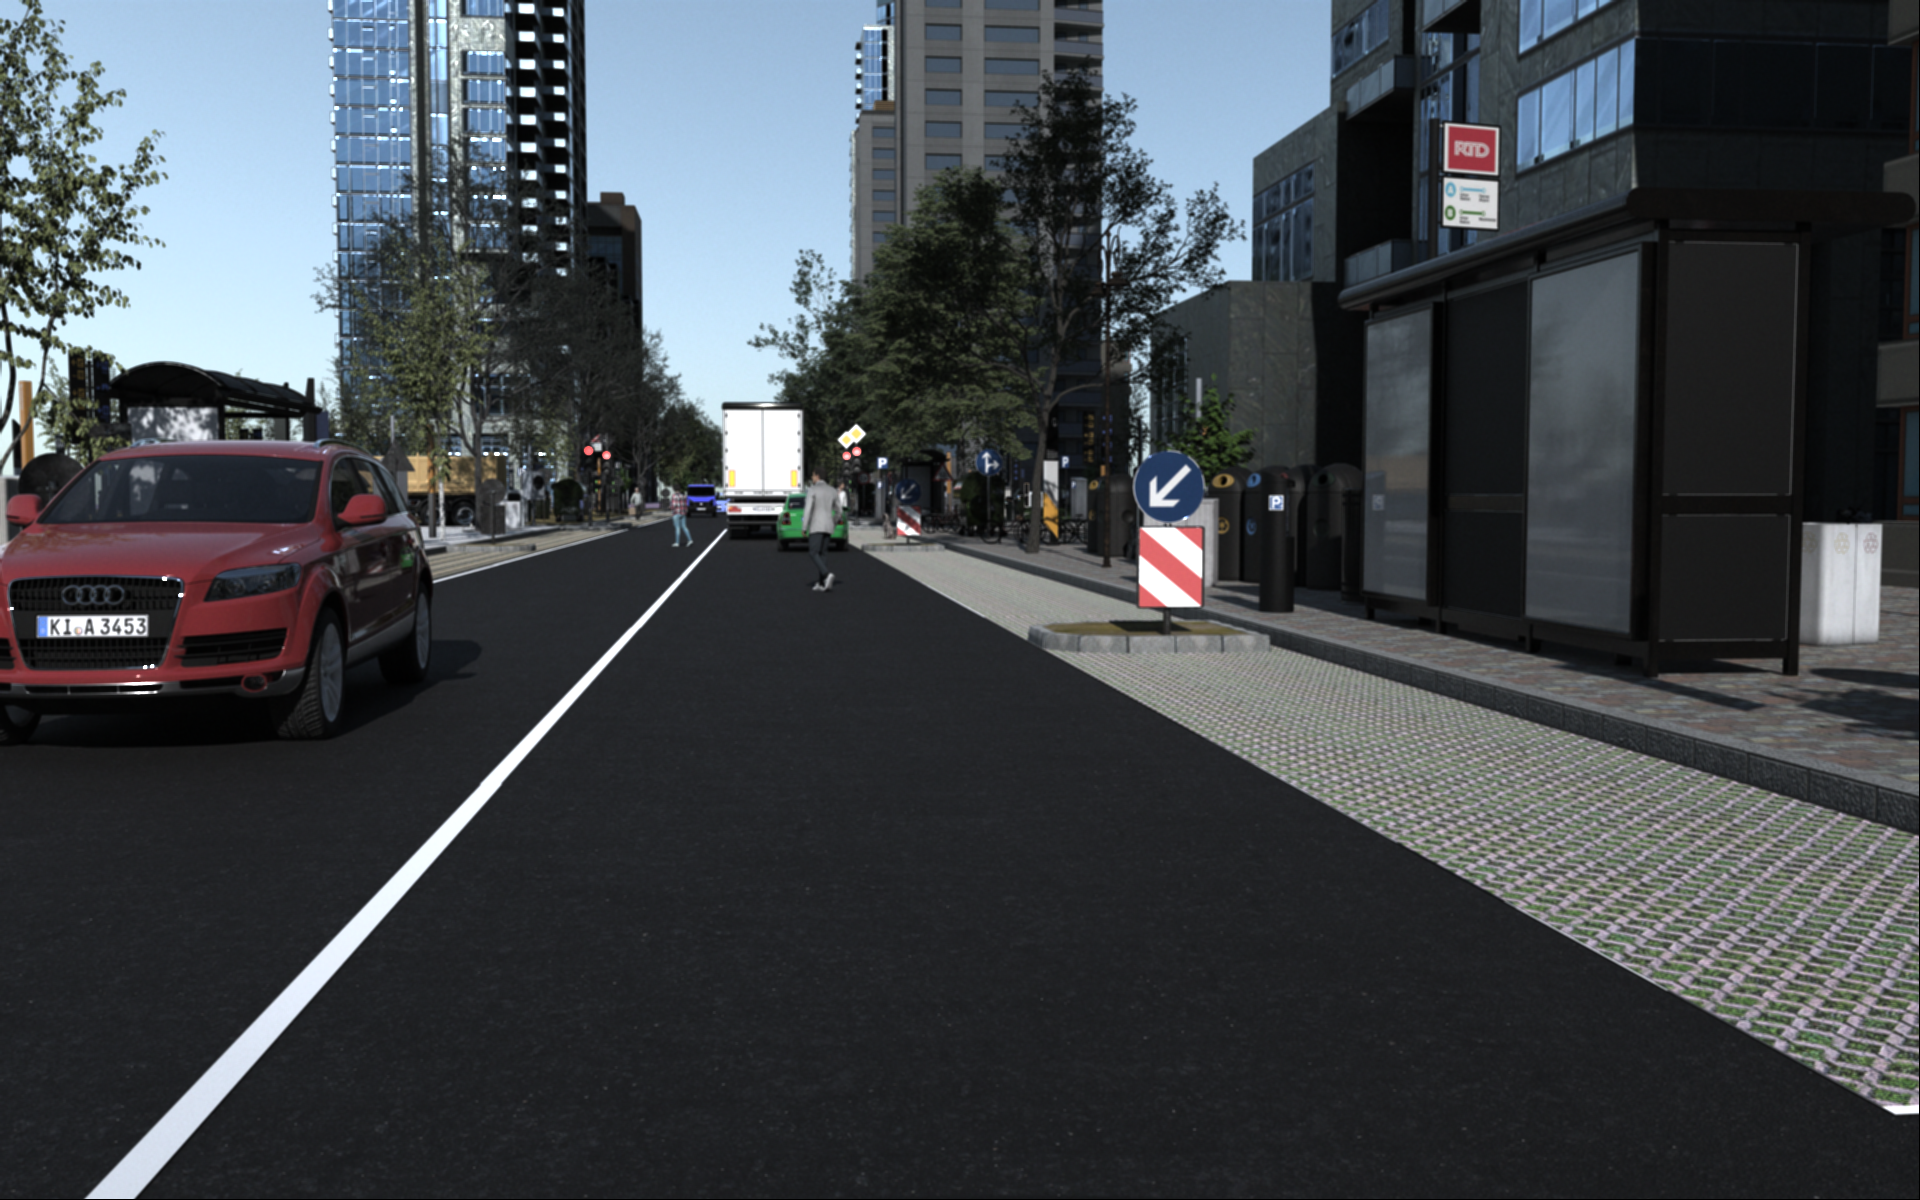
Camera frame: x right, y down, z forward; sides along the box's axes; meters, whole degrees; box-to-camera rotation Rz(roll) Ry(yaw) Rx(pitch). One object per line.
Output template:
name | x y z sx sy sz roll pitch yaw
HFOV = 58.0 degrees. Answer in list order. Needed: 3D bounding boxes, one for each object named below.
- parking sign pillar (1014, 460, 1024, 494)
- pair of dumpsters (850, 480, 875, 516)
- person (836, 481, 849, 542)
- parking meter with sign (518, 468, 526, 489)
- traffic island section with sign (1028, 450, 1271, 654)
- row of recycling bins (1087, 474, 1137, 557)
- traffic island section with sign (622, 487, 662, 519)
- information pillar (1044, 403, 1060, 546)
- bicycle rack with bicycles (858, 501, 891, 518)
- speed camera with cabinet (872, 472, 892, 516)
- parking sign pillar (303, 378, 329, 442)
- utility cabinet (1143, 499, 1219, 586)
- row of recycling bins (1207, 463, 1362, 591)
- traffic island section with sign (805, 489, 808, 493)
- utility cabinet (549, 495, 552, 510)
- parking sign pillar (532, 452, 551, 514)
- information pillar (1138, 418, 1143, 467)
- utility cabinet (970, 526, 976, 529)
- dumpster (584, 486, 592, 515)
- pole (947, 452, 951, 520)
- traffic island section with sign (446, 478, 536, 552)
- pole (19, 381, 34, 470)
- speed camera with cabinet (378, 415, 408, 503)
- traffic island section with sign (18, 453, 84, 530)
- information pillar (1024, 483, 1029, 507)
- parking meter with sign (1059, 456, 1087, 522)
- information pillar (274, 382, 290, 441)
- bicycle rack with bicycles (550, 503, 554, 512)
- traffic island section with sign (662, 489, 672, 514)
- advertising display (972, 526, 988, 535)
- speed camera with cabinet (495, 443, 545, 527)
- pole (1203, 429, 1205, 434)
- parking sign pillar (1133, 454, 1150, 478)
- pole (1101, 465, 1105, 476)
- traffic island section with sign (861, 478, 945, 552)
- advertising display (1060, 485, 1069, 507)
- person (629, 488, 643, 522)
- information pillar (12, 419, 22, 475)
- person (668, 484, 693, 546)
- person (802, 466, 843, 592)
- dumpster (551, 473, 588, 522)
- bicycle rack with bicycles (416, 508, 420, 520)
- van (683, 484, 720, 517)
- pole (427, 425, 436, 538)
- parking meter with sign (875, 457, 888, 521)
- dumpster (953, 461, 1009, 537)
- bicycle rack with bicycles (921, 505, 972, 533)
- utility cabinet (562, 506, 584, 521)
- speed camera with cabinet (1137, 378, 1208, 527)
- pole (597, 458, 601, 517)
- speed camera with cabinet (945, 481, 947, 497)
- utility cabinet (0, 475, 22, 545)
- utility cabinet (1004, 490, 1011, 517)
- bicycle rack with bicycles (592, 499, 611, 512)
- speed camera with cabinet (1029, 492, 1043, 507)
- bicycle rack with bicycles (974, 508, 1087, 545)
parking sign pillar | 4.557 -8.928 134.450 1.447 3.967 1.447 -1 4 -19
pair of dumpsters | -5.783 -6.295 105.417 1.574 2.255 4.437 0 4 -7
person | -3.659 -2.635 51.691 0.679 1.850 0.850 -3 5 -44
parking meter with sign | -29.032 -7.321 115.967 0.543 3.016 1.738 0 4 5
traffic island section with sign | 1.699 -0.476 16.417 1.989 1.847 2.006 0 4 -7
row of recycling bins | 3.298 -1.815 36.786 1.069 1.692 3.534 0 4 0
traffic island section with sign | -18.084 -5.477 98.183 1.989 1.847 2.006 0 4 -7
information pillar | 2.271 -3.162 43.052 0.183 3.616 0.504 3 5 42
bicycle rack with bicycles | -3.934 -4.930 93.982 2.852 0.926 2.925 -2 4 -32
speed camera with cabinet | -4.696 -6.590 102.079 0.660 3.252 2.038 -1 4 -15
parking sign pillar | -15.226 -3.209 40.938 1.447 3.967 1.447 -2 4 -26
utility cabinet | 3.094 -0.804 24.313 1.020 1.237 0.306 1 4 22
row of recycling bins | 4.643 -1.070 24.615 1.069 1.692 3.534 -1 4 -22
traffic island section with sign | -11.105 -7.220 126.668 1.989 1.847 2.006 0 4 -7
utility cabinet | -32.918 -7.736 137.637 1.020 1.237 0.306 2 4 24
parking sign pillar | -26.761 -7.441 110.140 1.447 3.967 1.447 0 4 8
information pillar | 5.578 -3.811 53.661 0.183 3.616 0.504 1 4 14
utility cabinet | 0.608 -3.211 63.667 0.306 1.237 1.020 1 4 13
dumpster | -22.874 -6.027 104.296 1.264 1.857 1.865 0 4 -7
pole | -0.539 -5.522 84.131 0.158 3.312 0.155 0 3 0
traffic island section with sign | -11.719 -2.129 43.431 1.989 1.847 2.006 0 4 -7
pole | -16.868 -2.294 31.354 0.158 3.312 0.155 0 3 0
speed camera with cabinet | -14.936 -3.004 43.450 2.038 3.252 0.660 1 4 10
traffic island section with sign | -8.541 -0.451 16.000 1.989 1.847 2.006 0 4 -7
information pillar | 4.507 -6.866 116.758 0.304 2.012 0.304 1 4 8
parking meter with sign | 5.516 -5.115 79.892 1.738 3.016 0.543 -3 4 -37
information pillar | -14.272 -2.762 36.521 0.504 3.616 0.183 3 5 39
bicycle rack with bicycles | -30.936 -6.818 124.848 2.925 0.926 2.852 0 4 5
traffic island section with sign | -21.212 -7.131 125.216 1.989 1.847 2.006 0 4 -7
advertising display | 0.664 -3.031 54.769 0.123 1.923 0.974 2 4 35
speed camera with cabinet | -17.002 -4.441 66.944 0.660 3.252 2.038 2 4 34
pole | 7.012 -3.398 49.401 0.158 3.312 0.155 0 3 0
parking sign pillar | 13.167 -8.359 125.134 1.447 3.967 1.447 1 4 19
pole | 4.196 -3.457 50.367 0.158 3.312 0.155 0 3 0
traffic island section with sign | -1.474 -2.147 43.735 1.989 1.847 2.006 0 4 -7
advertising display | 7.210 -6.983 119.393 0.123 1.923 0.974 3 4 37
person | -16.815 -4.941 89.771 0.515 1.767 0.782 3 5 42
information pillar | -29.501 -3.857 54.409 0.183 3.616 0.504 1 4 22
person | -7.679 -2.333 47.484 0.643 1.720 0.563 3 4 37
person | -1.999 -1.052 25.539 0.661 1.843 0.795 -3 4 -39
dumpster | -18.051 -4.739 79.969 1.502 2.255 1.985 0 4 -6
bicycle rack with bicycles | -26.876 -4.420 85.642 2.852 0.926 2.925 2 4 35
van | -16.131 -6.336 107.981 2.240 2.365 5.245 -1 4 -8
pole | -15.517 -3.488 50.865 0.158 3.312 0.155 0 3 0
parking meter with sign | -3.806 -5.294 82.820 0.543 3.016 1.738 -1 4 -9
dumpster | 0.640 -3.044 52.265 1.502 2.255 1.985 0 4 -6
bicycle rack with bicycles | 0.077 -2.702 57.562 2.925 0.926 2.852 0 4 -6
utility cabinet | -18.476 -4.509 82.405 1.173 1.500 0.318 1 4 17
speed camera with cabinet | 3.718 -2.199 30.283 0.660 3.252 2.038 -1 4 -15
pole | -20.418 -6.372 98.018 0.158 3.312 0.155 0 3 0
speed camera with cabinet | -1.844 -9.032 142.013 2.038 3.252 0.660 1 4 21
utility cabinet | -11.161 -0.717 20.406 1.173 1.500 0.318 -1 4 -17
utility cabinet | 2.258 -5.403 97.018 1.173 1.500 0.318 -2 4 -26
bicycle rack with bicycles | -25.956 -6.875 125.785 2.852 0.926 2.925 0 4 -5
speed camera with cabinet | 5.598 -7.578 118.242 2.038 3.252 0.660 -1 4 -16
bicycle rack with bicycles | 2.265 -1.933 44.990 2.925 0.926 2.852 1 4 22
